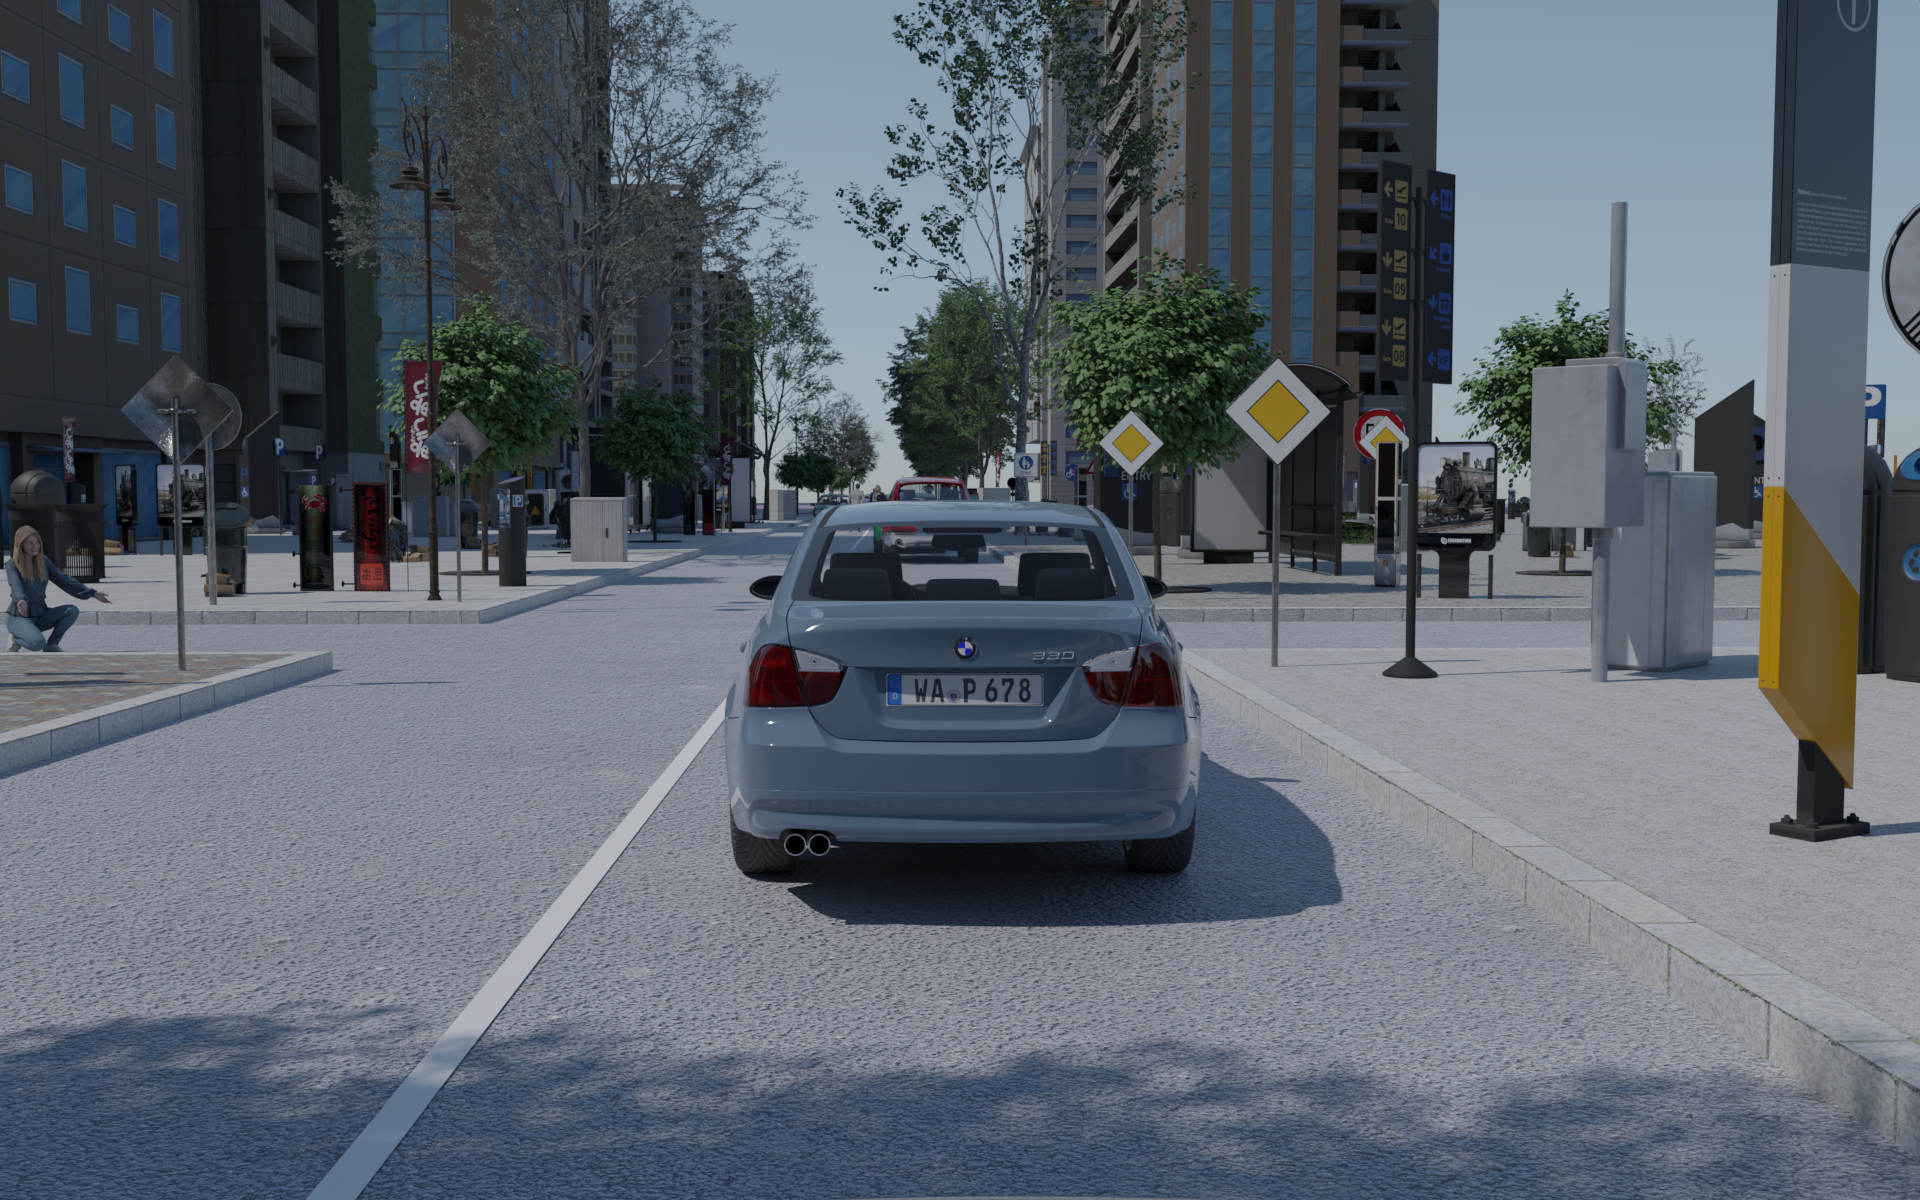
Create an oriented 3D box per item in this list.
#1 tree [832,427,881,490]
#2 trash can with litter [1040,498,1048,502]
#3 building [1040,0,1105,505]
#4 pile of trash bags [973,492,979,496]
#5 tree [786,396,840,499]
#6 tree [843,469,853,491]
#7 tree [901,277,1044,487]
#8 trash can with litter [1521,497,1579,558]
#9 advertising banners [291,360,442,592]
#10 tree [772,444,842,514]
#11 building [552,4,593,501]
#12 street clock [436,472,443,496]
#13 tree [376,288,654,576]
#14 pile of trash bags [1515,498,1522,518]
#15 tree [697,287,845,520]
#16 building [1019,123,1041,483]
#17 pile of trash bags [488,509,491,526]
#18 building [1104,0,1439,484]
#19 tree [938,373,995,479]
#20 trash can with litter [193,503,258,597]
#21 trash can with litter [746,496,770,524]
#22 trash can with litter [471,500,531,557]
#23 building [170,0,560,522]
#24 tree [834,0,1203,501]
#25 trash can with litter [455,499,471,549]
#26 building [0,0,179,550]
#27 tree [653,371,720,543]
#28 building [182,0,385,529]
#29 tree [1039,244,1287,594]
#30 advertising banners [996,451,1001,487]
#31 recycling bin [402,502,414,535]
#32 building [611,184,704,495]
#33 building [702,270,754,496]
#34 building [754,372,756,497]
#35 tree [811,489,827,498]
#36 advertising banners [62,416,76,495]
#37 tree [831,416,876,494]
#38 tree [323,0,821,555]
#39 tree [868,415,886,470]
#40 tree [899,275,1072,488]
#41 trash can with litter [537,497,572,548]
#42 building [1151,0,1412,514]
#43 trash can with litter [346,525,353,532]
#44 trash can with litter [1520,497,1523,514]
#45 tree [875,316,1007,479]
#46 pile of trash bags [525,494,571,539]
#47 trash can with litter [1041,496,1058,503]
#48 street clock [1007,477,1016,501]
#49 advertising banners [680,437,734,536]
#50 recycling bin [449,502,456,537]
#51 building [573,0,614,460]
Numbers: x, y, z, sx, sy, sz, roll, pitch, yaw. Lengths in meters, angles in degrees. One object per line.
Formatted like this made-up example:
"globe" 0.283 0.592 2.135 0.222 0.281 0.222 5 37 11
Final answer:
"tree" -14.666 -18.417 235.527 8.767 10.594 7.601 1 4 9
"trash can with litter" 2.498 -2.851 57.993 1.055 1.170 0.624 0 4 3
"building" 20.437 -41.032 212.869 21.231 58.520 28.212 0 4 -2
"pile of trash bags" 1.097 -4.849 89.031 1.912 1.369 3.447 1 4 10
"tree" -10.721 -10.885 128.330 4.360 8.622 3.978 0 3 0
"tree" -10.100 -8.435 121.618 4.285 4.588 4.351 0 3 0
"tree" 0.656 -10.574 91.008 7.486 12.596 7.792 0 3 0
"trash can with litter" 12.036 -1.457 35.207 1.055 1.170 0.624 1 4 15
"advertising banners" -7.760 -1.621 22.696 2.074 3.025 0.090 0 4 5
"tree" -10.674 -7.976 114.126 4.285 4.588 4.351 0 3 0
"building" -38.469 -31.717 107.820 28.713 52.752 27.495 0 4 -2
"street clock" -16.797 -3.121 55.591 0.471 2.002 0.358 3 4 36
"tree" -7.712 -2.689 27.686 4.285 4.588 4.351 0 3 0
"pile of trash bags" 31.835 -5.247 95.548 3.447 1.369 1.912 -3 5 -44
"tree" -9.518 -9.779 85.644 9.928 11.665 9.643 0 3 0
"building" 23.312 -39.924 241.997 28.713 52.752 27.495 0 4 -2
"pile of trash bags" -17.309 -3.542 67.670 1.912 1.369 3.447 -2 4 -26
"building" 22.833 -31.092 132.058 21.300 48.544 21.600 0 4 -2
"tree" 0.233 -9.091 98.994 4.737 8.622 4.395 0 3 0
"trash can with litter" -9.279 -0.647 21.972 0.624 1.170 1.055 -1 4 -17
"trash can with litter" -9.132 -3.952 75.677 1.678 1.210 2.233 0 4 -4
"trash can with litter" -9.267 -1.459 35.242 1.055 1.170 0.624 1 4 22
"building" -28.247 -26.596 84.954 14.600 45.320 14.200 0 4 -2
"tree" 2.111 -12.357 57.924 12.611 20.169 13.585 0 3 0
"trash can with litter" -11.441 -1.789 40.630 0.624 1.170 1.055 -2 4 -32
"building" -28.265 -23.889 40.700 14.600 45.320 14.200 0 4 -2
"tree" -8.093 -3.814 46.077 4.285 4.588 4.351 0 3 0
"building" -30.366 -17.829 63.204 14.160 30.474 14.107 0 4 -2
"tree" 2.697 -2.398 22.925 4.285 4.588 4.351 0 3 0
"advertising banners" 1.275 -4.635 71.963 0.090 3.025 2.074 -1 4 -22
"recycling bin" -17.649 -2.609 55.214 0.722 1.027 0.722 0 4 3
"building" -43.323 -31.342 204.314 32.217 40.220 23.993 0 4 -2
"building" -34.808 -27.660 223.946 14.160 30.474 14.107 0 4 -2
"building" -35.768 -28.520 238.001 14.160 30.474 14.107 0 4 -2
"tree" -11.411 -8.993 141.633 1.663 3.219 1.824 0 3 0
"advertising banners" -20.127 -2.576 38.308 0.090 3.025 2.074 0 4 6
"tree" -15.502 -20.316 250.287 7.486 12.596 7.792 0 3 0
"tree" -8.024 -7.727 36.710 12.009 13.543 11.850 0 3 0
"tree" -13.869 -17.927 203.473 12.009 13.543 11.850 0 3 0
"tree" 1.187 -9.498 81.052 9.928 11.665 9.643 0 3 0
"trash can with litter" -9.672 -1.900 42.125 1.678 1.210 2.233 0 4 0
"building" 20.571 -28.384 114.196 14.600 45.320 14.200 0 4 -2
"trash can with litter" -18.912 -2.665 54.954 1.055 1.170 0.624 -3 4 -39
"trash can with litter" 25.213 -3.984 76.523 0.624 1.170 1.055 -1 4 -18
"tree" -0.876 -12.699 114.287 9.857 13.997 8.962 0 3 0
"pile of trash bags" -11.393 -2.461 49.993 3.447 1.369 1.912 0 4 2
"trash can with litter" 2.372 -2.620 53.893 2.233 1.210 1.678 0 4 -3
"street clock" 2.297 -4.327 75.311 0.471 2.002 0.358 2 4 29
"advertising banners" -7.828 -3.520 53.732 2.074 3.025 0.090 2 4 29
"recycling bin" -15.353 -2.456 52.707 0.722 1.027 0.722 2 4 30
"building" -35.381 -42.394 131.392 20.563 71.187 20.611 0 4 -2
